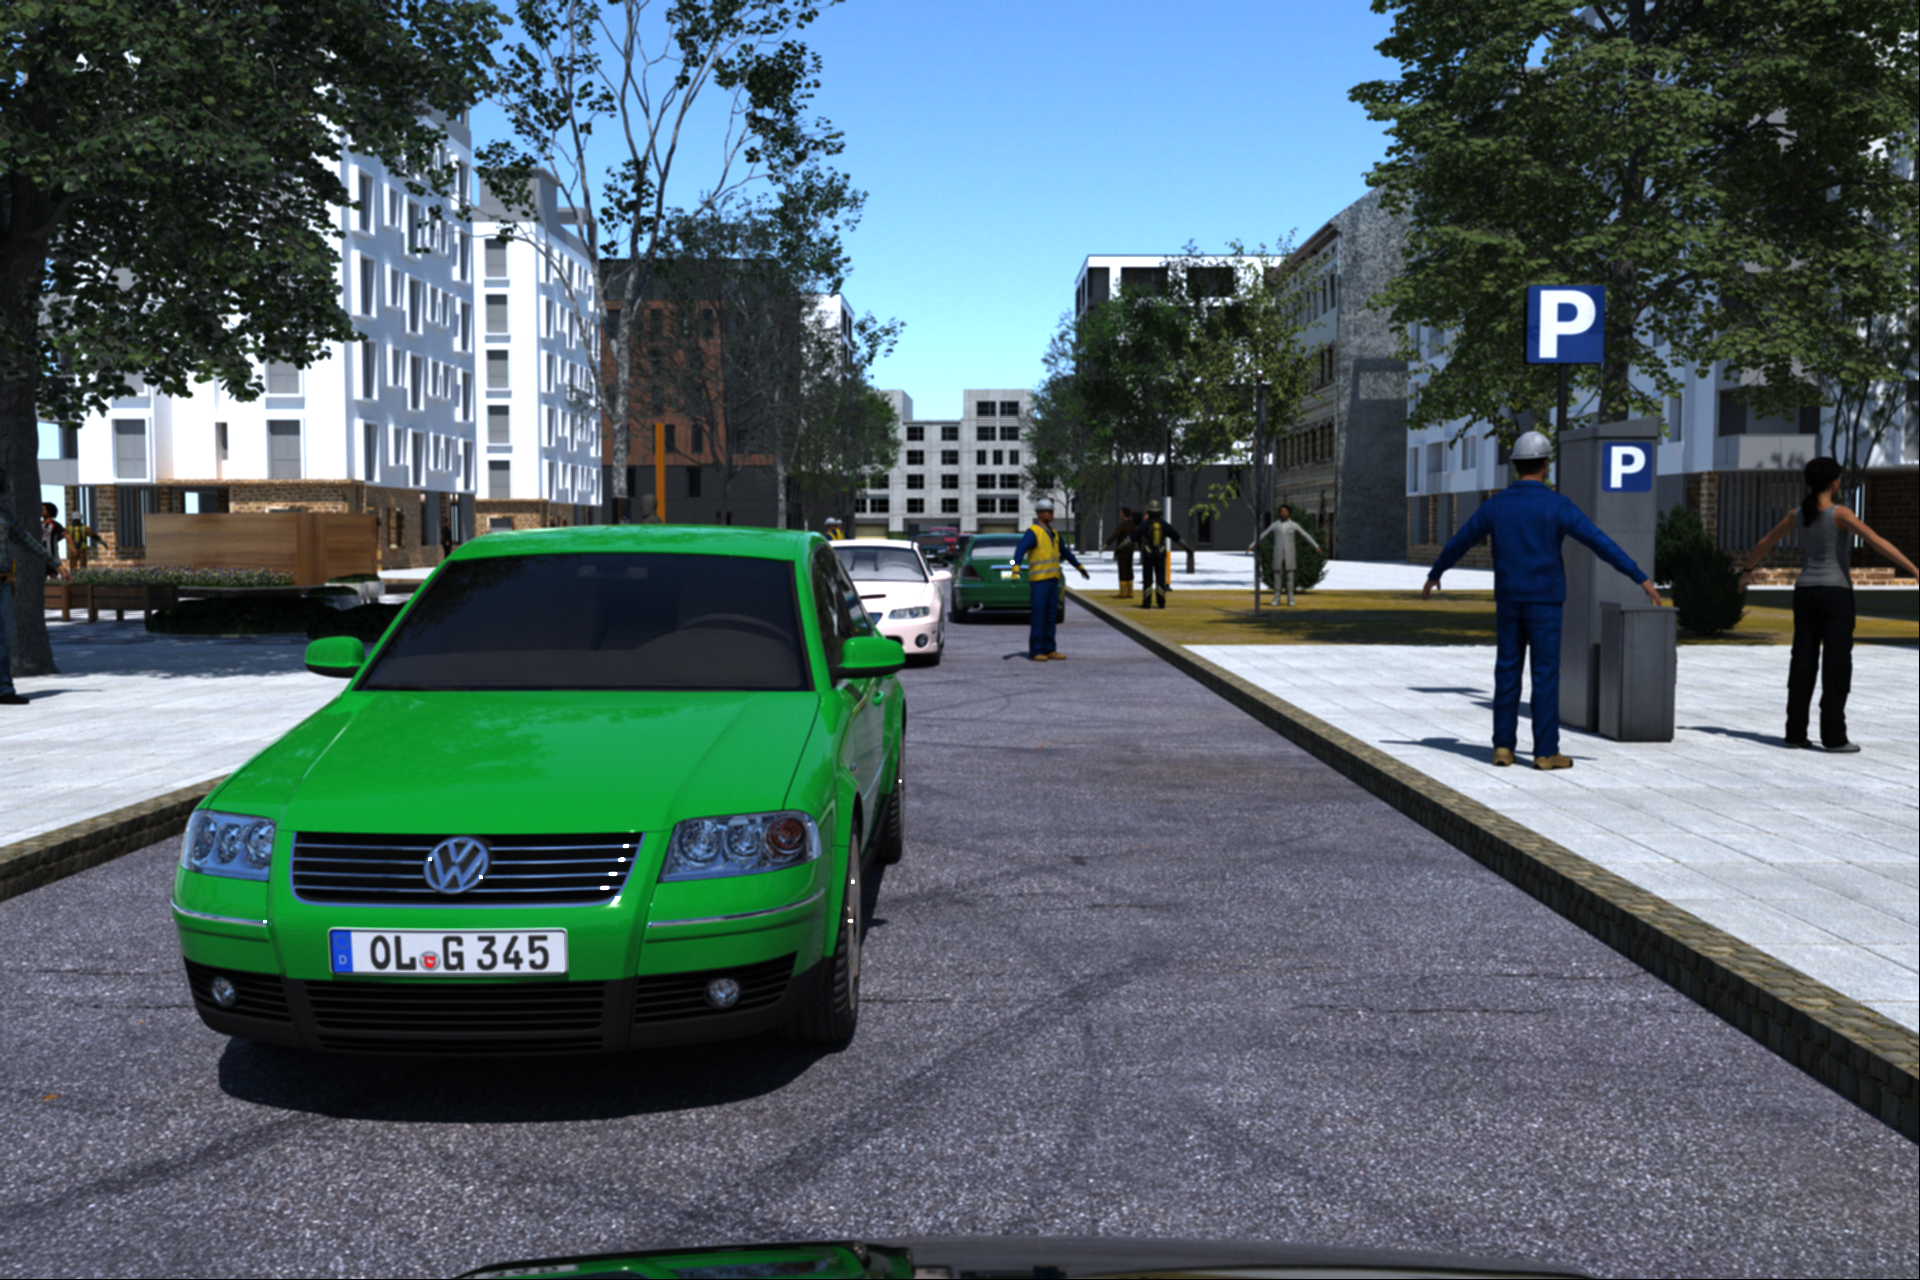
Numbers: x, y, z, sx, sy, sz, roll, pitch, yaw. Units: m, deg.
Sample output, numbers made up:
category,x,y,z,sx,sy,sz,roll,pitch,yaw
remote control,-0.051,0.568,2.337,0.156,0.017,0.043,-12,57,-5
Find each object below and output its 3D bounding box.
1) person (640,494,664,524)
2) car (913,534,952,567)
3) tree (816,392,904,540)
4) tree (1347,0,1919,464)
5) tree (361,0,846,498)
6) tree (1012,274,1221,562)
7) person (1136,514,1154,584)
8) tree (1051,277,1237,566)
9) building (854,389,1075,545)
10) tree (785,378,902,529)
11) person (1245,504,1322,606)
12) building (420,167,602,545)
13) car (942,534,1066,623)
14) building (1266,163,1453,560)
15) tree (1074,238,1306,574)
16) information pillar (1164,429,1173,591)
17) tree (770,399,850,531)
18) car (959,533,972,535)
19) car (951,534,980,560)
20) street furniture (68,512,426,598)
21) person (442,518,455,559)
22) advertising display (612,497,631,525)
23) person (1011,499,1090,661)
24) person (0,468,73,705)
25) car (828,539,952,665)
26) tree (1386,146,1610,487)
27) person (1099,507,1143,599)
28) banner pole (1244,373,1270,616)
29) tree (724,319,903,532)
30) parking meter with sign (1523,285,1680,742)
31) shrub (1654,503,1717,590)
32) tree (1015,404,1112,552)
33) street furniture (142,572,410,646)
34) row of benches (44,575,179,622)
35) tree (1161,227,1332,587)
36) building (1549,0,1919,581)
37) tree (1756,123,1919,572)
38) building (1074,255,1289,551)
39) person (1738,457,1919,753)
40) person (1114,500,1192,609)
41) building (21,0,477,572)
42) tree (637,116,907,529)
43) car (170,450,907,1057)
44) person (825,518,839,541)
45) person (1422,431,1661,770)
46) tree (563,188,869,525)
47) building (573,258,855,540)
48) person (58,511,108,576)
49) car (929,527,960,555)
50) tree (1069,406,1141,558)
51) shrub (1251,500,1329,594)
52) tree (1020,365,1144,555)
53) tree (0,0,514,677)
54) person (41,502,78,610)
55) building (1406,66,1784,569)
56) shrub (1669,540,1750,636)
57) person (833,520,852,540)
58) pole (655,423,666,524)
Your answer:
category,x,y,z,sx,sy,sz,roll,pitch,yaw
person,-4.177,-1.045,23.214,0.705,1.813,1.348,1,4,13
car,-1.361,-4.045,75.929,2.009,1.686,4.222,0,4,0
tree,-7.658,-12.093,123.468,9.928,11.665,9.643,0,3,0
tree,7.754,-6.207,19.606,7.486,12.596,7.792,0,3,0
tree,-8.518,-11.452,43.124,12.611,20.169,13.585,0,3,0
tree,7.497,-10.438,81.034,12.009,13.543,11.850,0,3,0
person,4.850,-2.356,44.793,0.705,1.796,1.348,-1,4,-10
tree,7.518,-8.844,70.361,9.928,11.665,9.643,0,3,0
building,0.771,-21.336,217.760,31.486,18.905,16.747,0,4,3
tree,-7.613,-11.314,110.735,9.928,11.665,9.643,0,3,0
person,5.767,-1.507,30.829,1.347,1.806,0.705,1,4,15
building,-26.378,-14.324,90.611,16.016,20.090,11.380,0,4,-1
car,0.764,-1.076,29.388,2.131,1.459,4.920,0,4,-1
building,27.598,-15.999,92.509,19.493,23.208,18.063,0,4,1
tree,7.281,-7.417,55.672,8.767,10.594,7.601,2,4,32
information pillar,4.666,-2.910,38.937,0.183,3.616,0.504,0,4,-1
tree,-8.473,-8.697,92.556,4.360,8.622,3.978,0,3,0
car,0.324,-6.113,108.994,2.155,1.783,4.494,0,4,0
car,0.542,-4.396,81.654,2.009,1.686,4.222,0,4,0
street furniture,-16.231,-1.931,38.425,9.812,1.723,11.010,2,4,31
person,-17.059,-3.150,57.735,0.704,1.802,1.346,-1,4,-8
advertising display,-5.999,-1.562,30.746,0.123,1.923,0.974,0,4,2
person,0.978,-0.687,19.652,0.705,1.833,1.349,3,5,41
person,-7.224,-0.431,12.886,0.704,1.849,1.345,1,4,19
car,-1.126,-0.497,20.482,2.083,1.381,4.827,0,4,0
tree,10.211,-4.980,31.789,4.737,8.622,4.395,0,3,0
person,3.272,-1.736,34.516,0.704,1.812,1.346,3,5,42
banner pole,4.662,-2.252,26.840,0.401,3.779,0.863,0,4,1
tree,-8.472,-11.591,99.883,12.009,13.543,11.850,0,3,0
parking meter with sign,4.243,-0.927,11.416,0.543,3.016,1.738,0,4,0
shrub,16.533,-2.164,39.807,1.690,2.028,1.600,0,3,0
tree,7.363,-11.483,122.158,7.601,10.594,8.767,0,4,-5
street furniture,-7.747,-0.560,24.790,5.734,0.657,10.072,0,4,-1
row of benches,-13.564,-0.630,25.759,4.104,0.672,1.422,1,4,16
tree,7.168,-5.612,42.123,4.737,8.622,4.395,0,3,0
building,24.756,-12.181,55.583,16.016,20.090,11.380,0,4,1
tree,14.942,-4.838,29.470,4.360,8.622,3.978,0,3,0
building,23.263,-18.308,143.311,27.936,21.610,32.646,0,4,0
person,5.164,-0.213,10.286,0.721,1.737,1.217,-2,4,-32
person,3.331,-1.467,29.763,1.354,1.856,0.705,0,4,-4
building,-25.267,-12.393,59.041,16.016,20.090,11.380,0,4,1
tree,-8.923,-13.725,80.293,12.611,20.169,13.585,0,3,0
car,-1.149,0.154,6.285,1.959,1.807,4.718,0,4,1
person,-2.582,-1.656,35.992,0.721,1.772,1.216,1,4,9
person,3.143,-0.224,9.535,1.347,1.842,0.705,3,5,41
tree,-8.380,-9.227,61.227,12.009,13.543,11.850,0,3,0
building,-24.041,-18.413,145.033,27.936,21.610,32.646,0,4,1
person,-22.044,-2.295,43.285,1.354,1.858,0.705,-2,4,-24
car,-0.870,-5.220,94.017,2.281,1.827,5.304,0,4,0
tree,7.435,-8.698,92.576,4.360,8.622,3.978,0,3,0
shrub,7.062,-1.994,37.017,1.690,2.028,1.600,0,3,0
tree,7.610,-10.979,105.267,9.928,11.665,9.643,0,3,0
tree,-8.741,-6.650,15.387,9.857,13.997,8.962,0,3,0
person,-15.506,-1.423,29.408,1.345,1.843,0.704,1,4,15
building,24.750,-13.327,74.324,16.016,20.090,11.380,0,4,1
shrub,9.475,-0.662,21.936,1.383,1.207,1.383,0,3,0
person,-4.074,-3.235,59.352,0.721,1.772,1.216,3,5,42
pole,-5.504,-2.327,31.894,0.158,3.312,0.155,0,3,0
